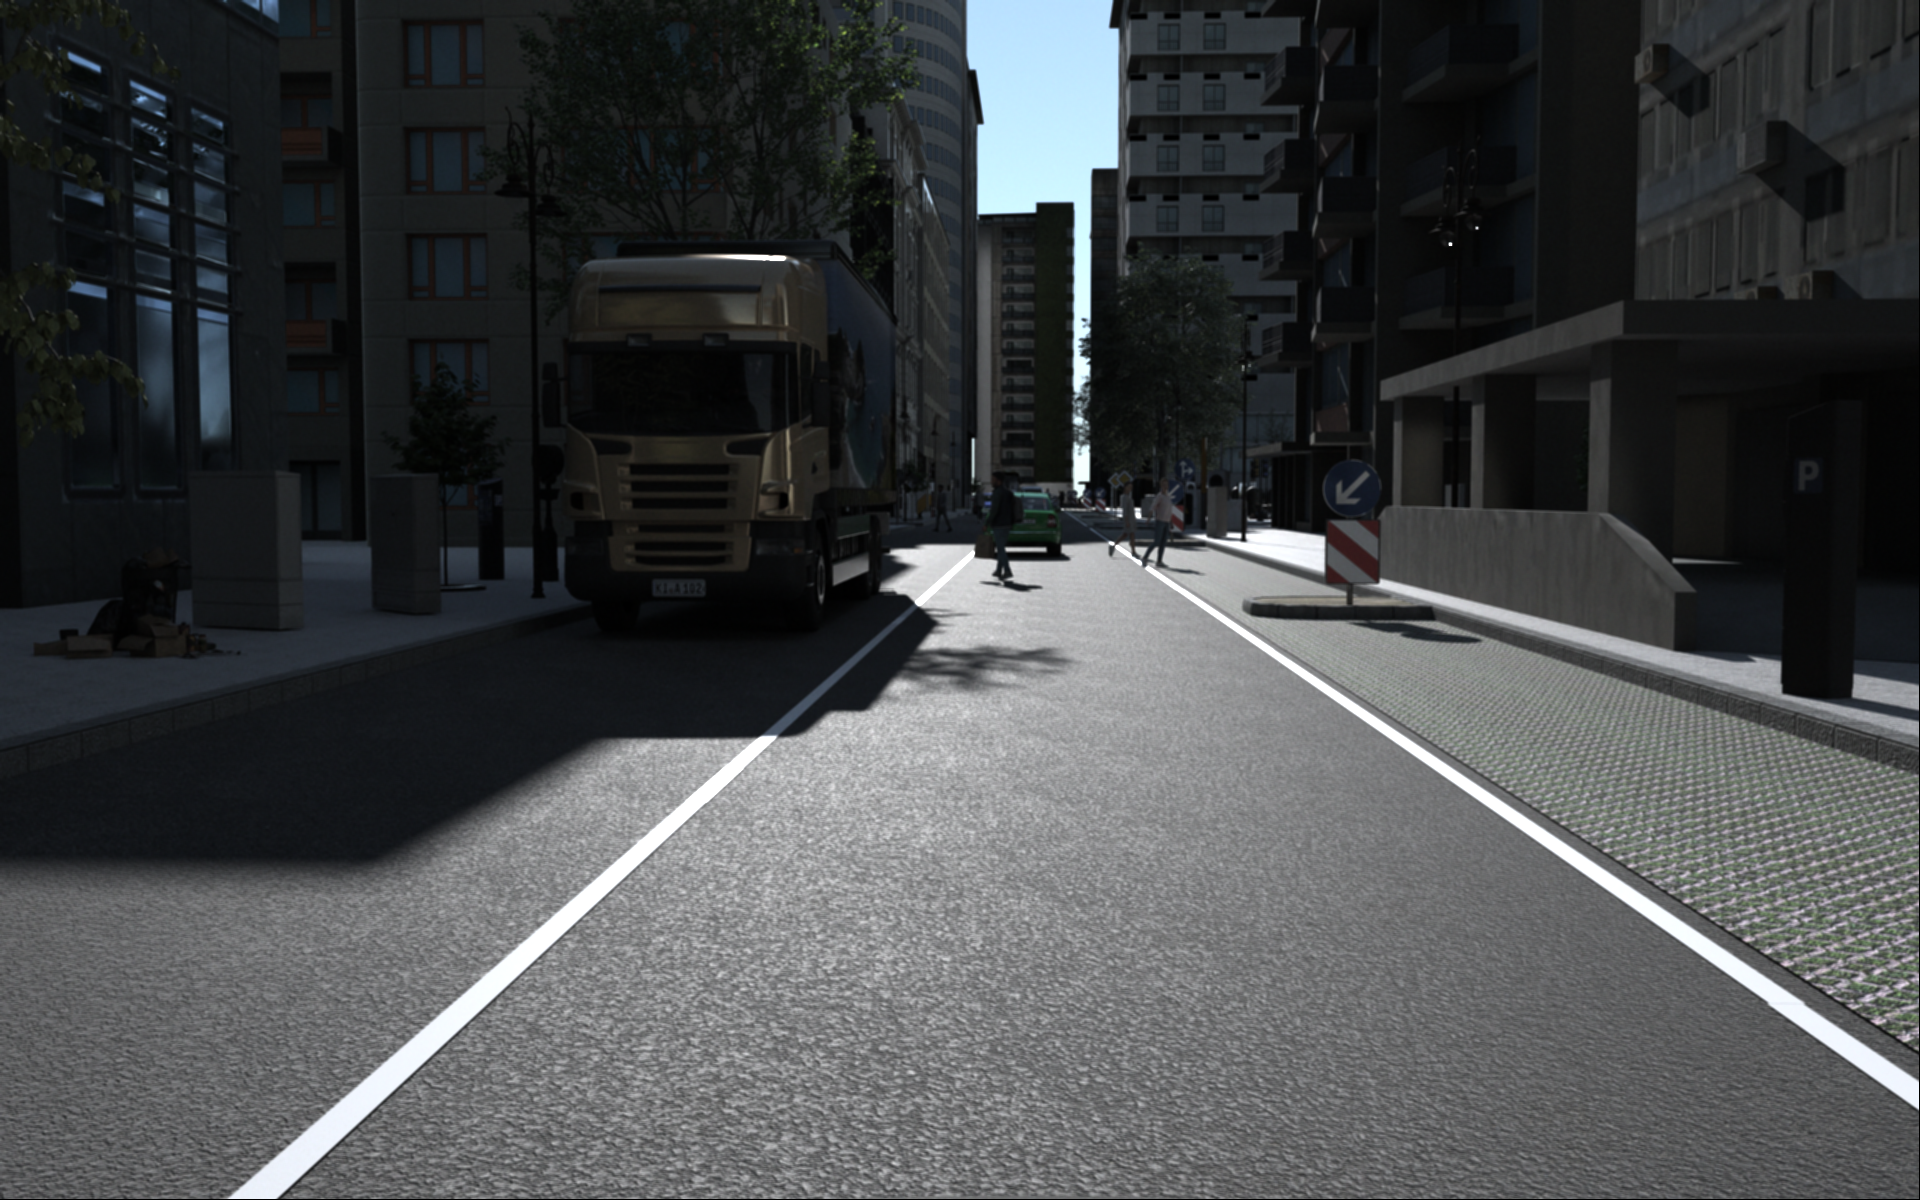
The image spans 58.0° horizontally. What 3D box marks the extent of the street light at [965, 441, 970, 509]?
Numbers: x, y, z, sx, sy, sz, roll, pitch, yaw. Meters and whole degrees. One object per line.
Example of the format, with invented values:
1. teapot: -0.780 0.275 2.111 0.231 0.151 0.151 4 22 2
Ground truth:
1. street light: 0.662 -10.812 149.556 0.468 5.910 1.993 0 4 3

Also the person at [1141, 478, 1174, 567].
1. person: 3.794 -1.503 33.742 0.598 1.740 0.731 2 4 29

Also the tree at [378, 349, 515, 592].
1. tree: -6.959 -1.736 22.991 1.663 3.219 1.824 0 3 0

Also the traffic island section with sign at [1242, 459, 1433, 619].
1. traffic island section with sign: 4.425 -0.735 20.645 1.989 1.847 2.006 0 4 3

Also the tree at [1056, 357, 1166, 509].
1. tree: 13.200 -14.525 147.858 12.009 13.543 11.850 0 3 0

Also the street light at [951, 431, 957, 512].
1. street light: -0.467 -9.394 126.383 0.468 5.910 1.993 0 4 3

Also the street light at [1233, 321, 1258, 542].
1. street light: 7.609 -4.497 46.306 0.468 5.910 1.993 0 4 3

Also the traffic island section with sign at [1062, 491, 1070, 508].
1. traffic island section with sign: 11.779 -10.492 180.178 1.989 1.847 2.006 0 4 3

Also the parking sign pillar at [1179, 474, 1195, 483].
1. parking sign pillar: 18.431 -9.311 140.707 1.447 3.967 1.447 0 4 4

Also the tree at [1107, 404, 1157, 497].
1. tree: 12.035 -10.480 121.711 4.360 8.622 3.978 0 3 0

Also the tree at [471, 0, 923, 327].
1. tree: -4.825 -6.503 32.077 9.928 11.665 9.643 0 3 0

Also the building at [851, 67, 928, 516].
1. building: -9.559 -19.567 107.313 14.401 28.519 23.554 0 4 3

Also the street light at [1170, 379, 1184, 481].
1. street light: 8.709 -5.914 69.480 0.468 5.910 1.993 0 4 3

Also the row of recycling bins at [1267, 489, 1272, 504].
1. row of recycling bins: 21.373 -7.248 125.610 3.534 1.692 1.069 2 4 27

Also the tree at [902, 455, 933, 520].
1. tree: -2.363 -5.489 84.339 1.663 3.219 1.824 0 3 0

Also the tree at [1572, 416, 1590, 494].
1. tree: 13.525 -2.585 36.874 1.663 3.219 1.824 0 3 0

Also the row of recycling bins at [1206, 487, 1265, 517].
1. row of recycling bins: 15.456 -5.629 99.148 3.534 1.692 1.069 0 4 -8

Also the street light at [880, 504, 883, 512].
1. street light: -3.072 -5.816 67.876 0.468 5.910 1.993 0 4 3

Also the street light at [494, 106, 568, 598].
1. street light: -5.211 -2.962 21.216 0.468 5.910 1.993 0 4 3

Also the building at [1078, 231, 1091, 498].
1. building: 31.472 -36.271 247.654 28.867 44.769 22.147 0 4 3

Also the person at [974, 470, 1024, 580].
1. person: 0.635 -1.243 28.804 0.794 1.824 0.713 -3 5 -40

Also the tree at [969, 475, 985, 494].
1. tree: 1.566 -11.001 174.471 1.663 3.219 1.824 0 3 0

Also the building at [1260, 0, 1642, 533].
1. building: 21.196 -24.390 53.401 22.147 44.769 28.867 0 4 3

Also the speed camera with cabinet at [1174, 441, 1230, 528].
1. speed camera with cabinet: 9.057 -4.313 64.850 2.038 3.252 0.660 2 4 30

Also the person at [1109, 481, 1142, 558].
1. person: 3.738 -1.818 38.968 0.760 1.731 0.466 -1 4 -22

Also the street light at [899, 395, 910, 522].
1. street light: -2.534 -6.557 79.992 0.468 5.910 1.993 0 4 3

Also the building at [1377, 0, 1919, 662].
1. building: 22.237 -20.013 19.090 32.217 40.220 23.993 0 4 3

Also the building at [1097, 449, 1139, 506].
1. building: 27.320 -53.999 195.556 22.319 86.520 31.000 0 4 3

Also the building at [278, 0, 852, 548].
1. building: -19.310 -12.852 55.174 28.899 21.520 27.650 0 4 3

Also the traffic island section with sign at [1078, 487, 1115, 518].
1. traffic island section with sign: 8.223 -5.780 103.134 1.989 1.847 2.006 0 4 3

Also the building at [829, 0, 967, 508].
1. building: -10.412 -38.262 167.580 21.231 58.520 28.212 0 4 3

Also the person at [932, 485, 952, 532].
1. person: -0.664 -3.475 65.589 0.850 1.792 0.678 -2 4 -34

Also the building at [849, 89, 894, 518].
1. building: -10.147 -15.789 87.820 12.332 23.373 15.834 0 4 3

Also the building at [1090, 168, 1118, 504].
1. building: 23.508 -32.786 219.638 14.154 41.232 14.086 0 4 3

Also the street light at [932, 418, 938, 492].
1. street light: -1.501 -7.974 103.170 0.468 5.910 1.993 0 4 3

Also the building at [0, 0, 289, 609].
1. building: -20.033 -42.570 8.690 22.319 86.520 31.000 0 4 3

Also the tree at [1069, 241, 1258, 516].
1. tree: 10.492 -11.125 88.542 9.857 13.997 8.962 0 3 0

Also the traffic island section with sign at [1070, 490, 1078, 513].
1. traffic island section with sign: 9.485 -7.468 130.724 1.989 1.847 2.006 0 4 3

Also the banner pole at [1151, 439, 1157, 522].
1. banner pole: 8.867 -5.431 78.813 0.401 3.779 0.863 1 4 16

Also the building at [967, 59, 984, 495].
1. building: -11.255 -38.264 214.847 27.495 52.752 28.713 0 4 3

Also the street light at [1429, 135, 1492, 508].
1. street light: 6.554 -3.061 22.843 0.468 5.910 1.993 0 4 3

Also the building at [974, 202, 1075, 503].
1. building: 9.030 -34.324 244.787 14.086 41.232 14.154 0 4 3

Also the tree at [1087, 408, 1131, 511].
1. tree: 11.959 -11.210 133.642 4.737 8.622 4.395 0 3 0

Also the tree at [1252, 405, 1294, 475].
1. tree: 26.166 -11.768 142.772 4.360 8.622 3.978 0 3 0

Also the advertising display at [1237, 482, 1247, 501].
1. advertising display: 15.421 -5.479 94.790 0.123 1.923 0.974 3 4 36

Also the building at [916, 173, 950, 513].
1. building: -11.309 -20.317 136.703 19.350 26.468 34.151 0 4 3

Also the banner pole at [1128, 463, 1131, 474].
1. banner pole: 13.598 -9.172 139.972 0.401 3.779 0.863 -2 4 -24

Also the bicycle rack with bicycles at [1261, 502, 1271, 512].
1. bicycle rack with bicycles: 19.500 -6.145 113.852 2.925 0.926 2.852 0 4 5

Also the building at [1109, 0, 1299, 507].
1. building: 29.228 -35.354 167.276 28.713 52.752 27.495 0 4 3

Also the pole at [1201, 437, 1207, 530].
1. pole: 8.787 -4.194 62.419 0.158 3.312 0.155 0 3 0

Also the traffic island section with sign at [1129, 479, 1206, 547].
1. traffic island section with sign: 5.666 -2.382 47.572 1.989 1.847 2.006 0 4 3

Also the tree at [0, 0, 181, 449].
1. tree: -5.828 -3.604 9.283 4.737 8.622 4.395 0 3 0
